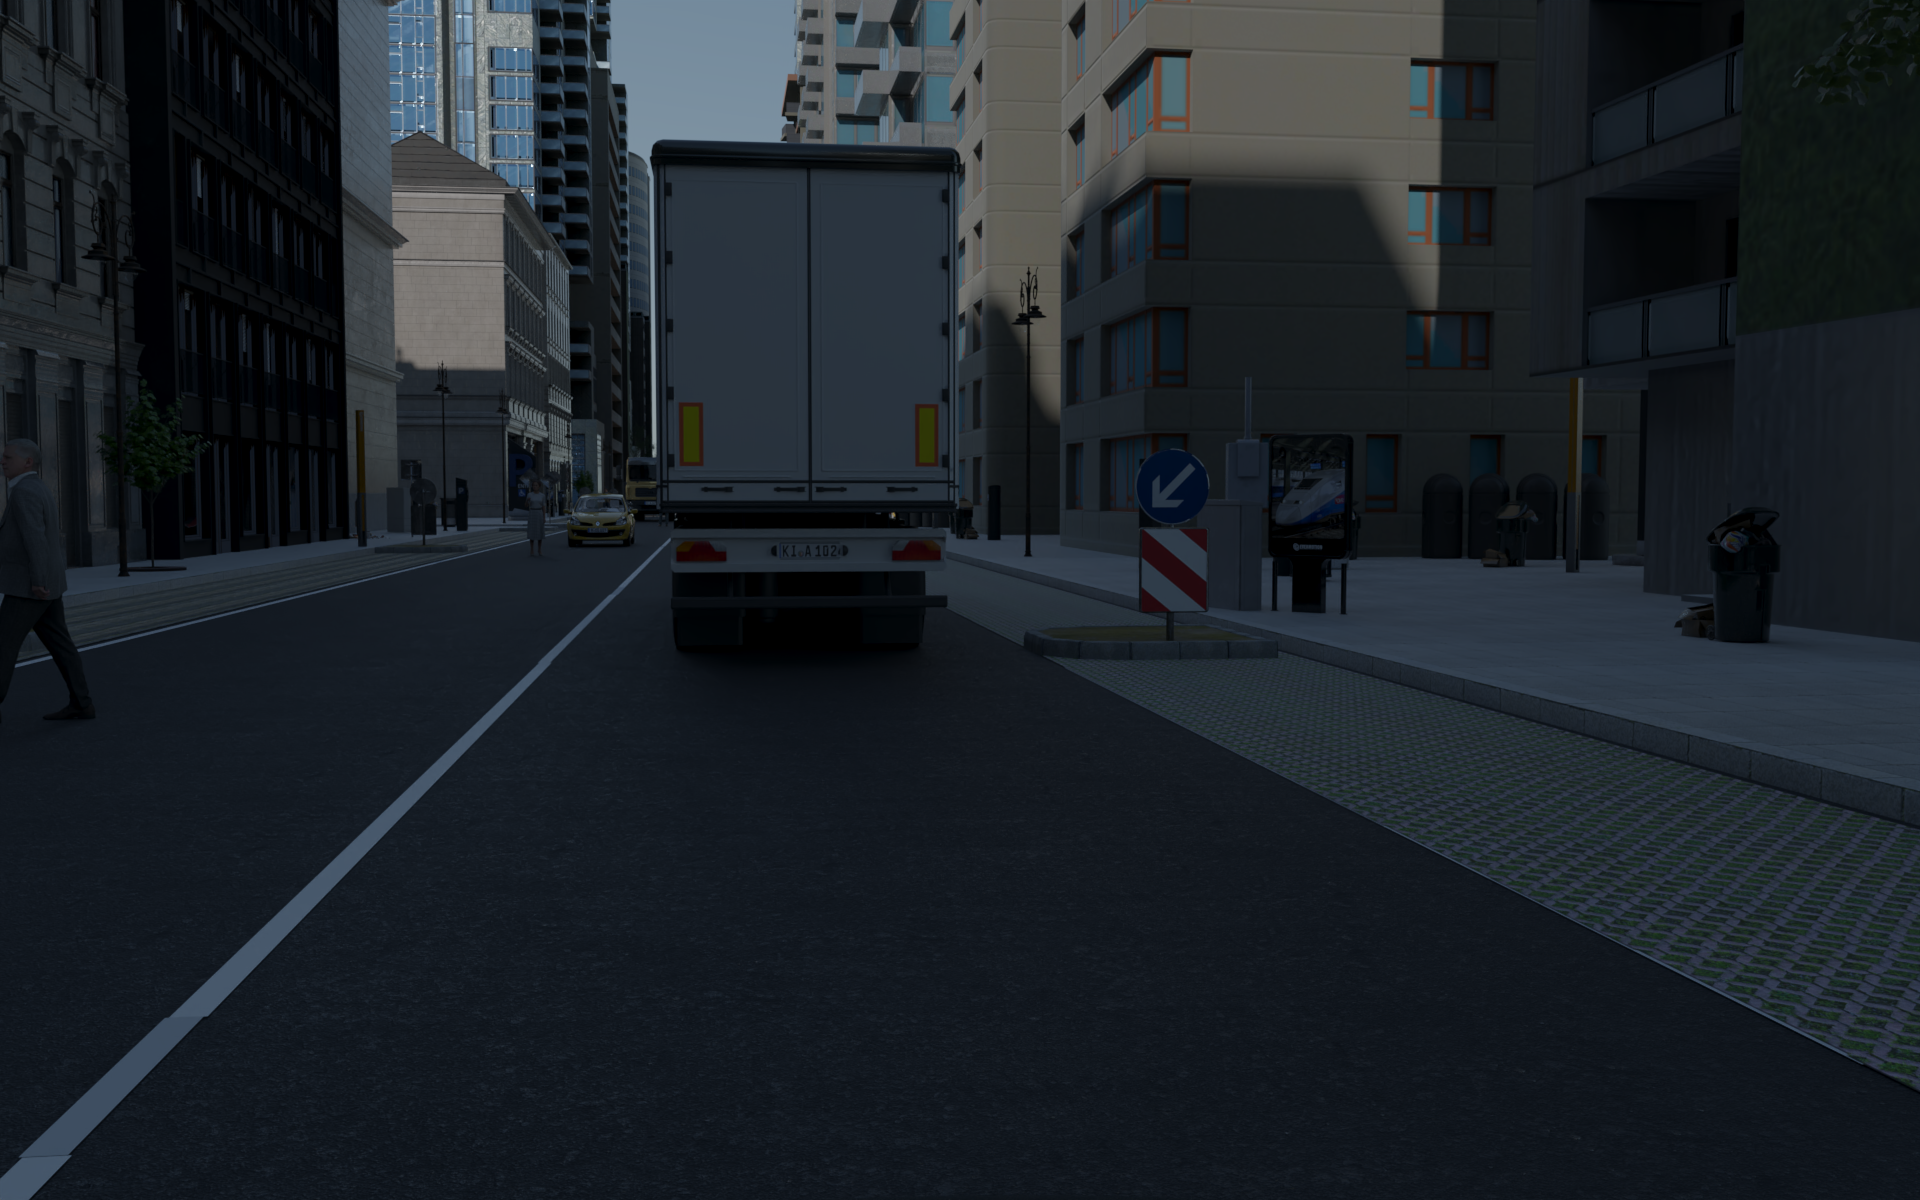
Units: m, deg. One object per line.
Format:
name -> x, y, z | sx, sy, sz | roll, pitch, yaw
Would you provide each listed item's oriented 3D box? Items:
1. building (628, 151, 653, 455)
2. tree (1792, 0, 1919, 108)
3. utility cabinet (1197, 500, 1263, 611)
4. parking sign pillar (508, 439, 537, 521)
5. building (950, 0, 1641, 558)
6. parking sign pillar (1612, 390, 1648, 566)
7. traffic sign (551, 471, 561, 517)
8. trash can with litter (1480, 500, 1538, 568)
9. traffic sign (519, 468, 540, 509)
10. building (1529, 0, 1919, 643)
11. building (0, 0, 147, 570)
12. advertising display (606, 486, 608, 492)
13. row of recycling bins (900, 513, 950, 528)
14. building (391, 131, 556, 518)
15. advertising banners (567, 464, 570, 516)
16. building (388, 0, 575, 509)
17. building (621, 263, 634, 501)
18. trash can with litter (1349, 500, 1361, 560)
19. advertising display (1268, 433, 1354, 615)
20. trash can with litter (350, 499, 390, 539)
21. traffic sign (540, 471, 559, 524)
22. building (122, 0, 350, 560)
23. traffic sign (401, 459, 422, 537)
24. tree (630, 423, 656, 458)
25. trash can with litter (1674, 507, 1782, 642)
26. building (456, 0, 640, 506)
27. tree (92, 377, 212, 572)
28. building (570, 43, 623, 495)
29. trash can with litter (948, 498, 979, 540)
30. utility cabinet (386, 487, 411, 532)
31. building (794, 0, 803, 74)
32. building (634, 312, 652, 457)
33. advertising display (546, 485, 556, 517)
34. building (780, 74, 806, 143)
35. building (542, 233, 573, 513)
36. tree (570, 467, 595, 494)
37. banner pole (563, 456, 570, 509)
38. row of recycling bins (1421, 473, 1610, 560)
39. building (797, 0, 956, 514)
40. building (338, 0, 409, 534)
building -> -62.733, -45.724, 289.577 | 21.231, 58.520, 28.212 | 0, 4, -8
tree -> 6.338, -5.459, 7.384 | 7.486, 12.596, 7.792 | 0, 3, 0
utility cabinet -> 3.026, -0.508, 19.470 | 0.306, 1.237, 1.020 | -1, 4, -20
parking sign pillar -> -21.154, -5.827, 83.741 | 1.447, 3.967, 1.447 | 0, 4, -3
building -> 15.332, -12.539, 50.057 | 27.650, 21.520, 28.899 | 0, 4, -8
parking sign pillar -> 12.550, -2.612, 31.172 | 1.447, 3.967, 1.447 | 2, 4, 30
traffic sign -> -22.317, -5.810, 95.106 | 0.768, 2.556, 0.104 | 0, 4, -1
trash can with litter -> 9.655, -1.169, 30.500 | 1.055, 1.170, 0.624 | -3, 5, -44
traffic sign -> -16.638, -3.877, 67.039 | 0.795, 2.450, 0.064 | 0, 4, -8
building -> 14.593, -20.524, 19.165 | 14.154, 41.232, 14.086 | 0, 4, -8
building -> -19.015, -10.642, 23.150 | 9.793, 20.994, 18.267 | 0, 4, -8
advertising display -> -29.728, -8.607, 145.935 | 0.123, 1.923, 0.974 | -1, 4, -11
row of recycling bins -> -1.313, -3.666, 67.053 | 1.069, 1.692, 3.534 | -3, 4, -37
building -> -29.029, -14.861, 93.890 | 10.553, 20.767, 40.483 | 0, 4, -8
advertising banners -> -23.363, -6.551, 103.290 | 0.090, 3.025, 2.074 | -1, 4, -10
building -> -44.529, -51.875, 160.827 | 22.319, 86.520, 31.000 | 0, 4, -8
building -> -47.011, -26.635, 207.185 | 14.160, 30.474, 14.107 | 0, 4, -8
trash can with litter -> 7.290, -1.374, 33.845 | 1.055, 1.170, 0.624 | 2, 4, 33
advertising display -> 3.776, -0.825, 18.697 | 0.974, 1.923, 0.123 | 3, 5, 42
trash can with litter -> -17.322, -2.417, 50.568 | 1.678, 1.210, 2.233 | 0, 4, -6
traffic sign -> -17.754, -4.361, 74.946 | 0.795, 2.450, 0.064 | 0, 4, -8
building -> -22.386, -12.864, 39.998 | 12.332, 23.373, 15.834 | 0, 4, -8
traffic sign -> -16.227, -3.005, 51.260 | 0.606, 2.300, 0.079 | 0, 4, -7
tree -> -41.540, -17.768, 224.926 | 8.767, 10.594, 7.601 | 0, 4, -7
trash can with litter -> 6.706, -0.237, 15.269 | 0.624, 1.170, 1.055 | -1, 4, -13
building -> -56.659, -56.992, 244.498 | 22.319, 86.520, 31.000 | 0, 4, -8
tree -> -13.674, -2.102, 28.970 | 1.663, 3.219, 1.824 | 0, 3, 0
building -> -48.261, -34.530, 188.259 | 21.300, 48.544, 21.600 | 0, 4, -8
trash can with litter -> 0.245, -2.315, 49.236 | 0.624, 1.170, 1.055 | -2, 4, -26
utility cabinet -> -18.566, -2.979, 57.377 | 0.318, 1.500, 1.173 | -3, 5, -45
building -> -11.092, -54.894, 210.181 | 22.319, 86.520, 31.000 | 0, 4, -8
building -> -55.266, -30.424, 269.138 | 14.160, 30.474, 14.107 | 0, 4, -8
advertising display -> -22.673, -5.553, 96.013 | 0.123, 1.923, 0.974 | -3, 4, -37
building -> -7.347, -32.201, 181.111 | 22.147, 44.769, 28.867 | 0, 4, -8
building -> -33.197, -16.769, 123.316 | 9.793, 20.994, 18.267 | 0, 4, -8
tree -> -27.607, -8.210, 128.831 | 1.663, 3.219, 1.824 | 0, 3, 0
banner pole -> -26.041, -7.625, 114.680 | 0.401, 3.779, 0.863 | 1, 4, 22
row of recycling bins -> 10.928, -1.654, 34.154 | 3.534, 1.692, 1.069 | 1, 4, 17
building -> -1.256, -31.620, 136.602 | 23.786, 49.044, 30.456 | 0, 4, -8
building -> -31.172, -16.472, 56.702 | 23.554, 28.519, 14.401 | 0, 4, -8
